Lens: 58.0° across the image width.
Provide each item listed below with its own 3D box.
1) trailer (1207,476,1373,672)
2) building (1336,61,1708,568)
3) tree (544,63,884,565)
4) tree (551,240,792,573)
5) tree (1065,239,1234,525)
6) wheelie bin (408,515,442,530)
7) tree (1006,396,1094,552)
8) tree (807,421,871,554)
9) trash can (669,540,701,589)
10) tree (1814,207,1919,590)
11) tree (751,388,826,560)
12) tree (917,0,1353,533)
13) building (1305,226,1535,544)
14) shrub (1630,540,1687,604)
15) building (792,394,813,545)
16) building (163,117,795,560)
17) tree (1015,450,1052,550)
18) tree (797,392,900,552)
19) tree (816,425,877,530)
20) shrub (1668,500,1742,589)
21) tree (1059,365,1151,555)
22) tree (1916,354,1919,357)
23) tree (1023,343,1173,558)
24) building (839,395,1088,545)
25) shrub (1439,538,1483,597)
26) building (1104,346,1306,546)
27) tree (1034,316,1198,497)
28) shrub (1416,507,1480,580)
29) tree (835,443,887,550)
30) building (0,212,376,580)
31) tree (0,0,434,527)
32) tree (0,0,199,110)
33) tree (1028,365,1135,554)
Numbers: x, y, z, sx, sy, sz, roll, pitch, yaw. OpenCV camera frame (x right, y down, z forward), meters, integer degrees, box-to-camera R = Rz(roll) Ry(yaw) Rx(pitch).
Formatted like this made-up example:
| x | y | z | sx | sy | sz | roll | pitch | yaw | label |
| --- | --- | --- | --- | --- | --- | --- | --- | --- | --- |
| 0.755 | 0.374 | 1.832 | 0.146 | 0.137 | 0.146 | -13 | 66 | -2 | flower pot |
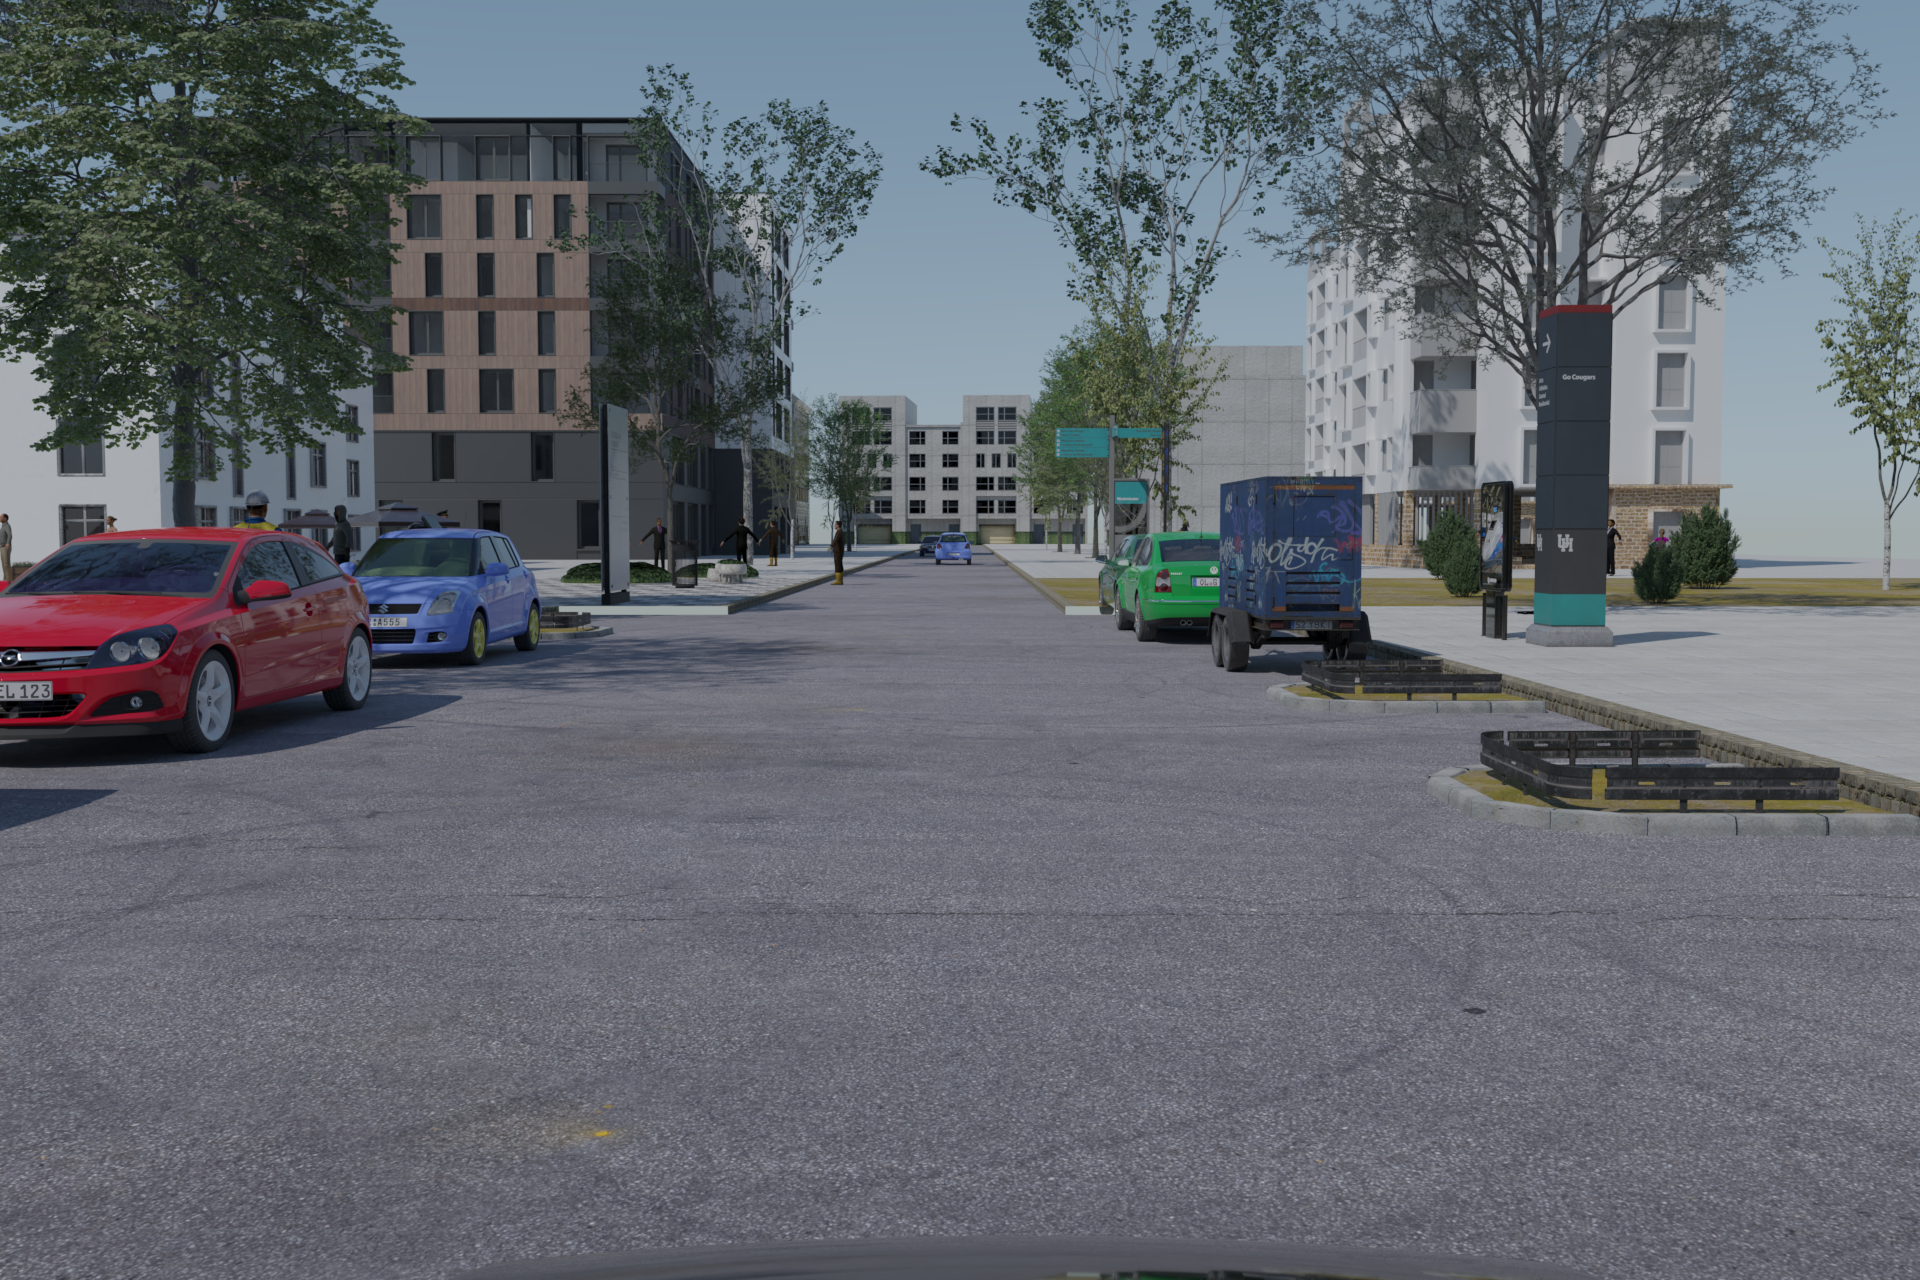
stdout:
| x | y | z | sx | sy | sz | roll | pitch | yaw | label |
| --- | --- | --- | --- | --- | --- | --- | --- | --- | --- |
| 3.454 | -0.734 | 19.053 | 1.471 | 1.999 | 3.904 | 0 | 4 | -1 | trailer |
| 21.955 | -13.417 | 75.793 | 16.016 | 20.090 | 11.380 | 0 | 4 | 1 | building |
| -9.992 | -13.178 | 71.348 | 12.611 | 20.169 | 13.585 | 0 | 3 | 0 | tree |
| -8.919 | -7.335 | 54.332 | 8.767 | 10.594 | 7.601 | 1 | 4 | 19 | tree |
| 4.430 | -5.692 | 43.427 | 4.737 | 8.622 | 4.395 | 0 | 3 | 0 | tree |
| -9.071 | -1.324 | 29.558 | 0.693 | 1.594 | 0.980 | 0 | 4 | 0 | wheelie bin |
| 7.206 | -12.019 | 122.265 | 9.928 | 11.665 | 9.643 | 0 | 3 | 0 | tree |
| -8.403 | -9.835 | 111.171 | 4.360 | 8.622 | 3.978 | 0 | 3 | 0 | tree |
| -6.505 | -1.791 | 40.937 | 0.748 | 1.137 | 0.748 | 0 | 3 | 0 | trash can |
| 21.185 | -5.429 | 39.131 | 4.737 | 8.622 | 4.395 | 0 | 3 | 0 | tree |
| -8.353 | -8.327 | 86.502 | 4.360 | 8.622 | 3.978 | 0 | 3 | 0 | tree |
| 5.429 | -12.254 | 56.245 | 12.611 | 20.169 | 13.585 | 0 | 3 | 0 | tree |
| 26.787 | -15.350 | 107.399 | 16.016 | 20.090 | 11.380 | 0 | 4 | 0 | building |
| 12.902 | -1.277 | 32.002 | 1.383 | 1.207 | 1.383 | 0 | 3 | 0 | shrub |
| -27.688 | -22.702 | 202.099 | 19.493 | 23.208 | 18.063 | 0 | 3 | 0 | building |
| -25.212 | -15.754 | 101.560 | 27.936 | 21.610 | 32.646 | 0 | 3 | 0 | building |
| 6.571 | -11.328 | 135.571 | 4.737 | 8.622 | 4.395 | 0 | 3 | 0 | tree |
| -8.114 | -12.263 | 126.251 | 9.928 | 11.665 | 9.643 | 0 | 3 | 0 | tree |
| -7.842 | -10.278 | 118.402 | 4.737 | 8.622 | 4.395 | 0 | 3 | 0 | tree |
| 17.383 | -2.226 | 40.434 | 1.661 | 2.075 | 1.752 | 0 | 3 | 0 | shrub |
| 6.352 | -7.624 | 75.015 | 4.360 | 8.622 | 3.978 | 0 | 3 | 0 | tree |
| 26.884 | -5.802 | 45.218 | 4.360 | 8.622 | 3.978 | 0 | 3 | 0 | tree |
| 7.368 | -10.143 | 91.591 | 9.928 | 11.665 | 9.643 | 0 | 3 | 0 | tree |
| 0.919 | -21.901 | 226.992 | 31.486 | 18.905 | 16.747 | 0 | 4 | 4 | building |
| 10.236 | -1.470 | 35.150 | 1.383 | 1.207 | 1.383 | 0 | 3 | 0 | shrub |
| 23.831 | -18.637 | 171.178 | 16.747 | 18.905 | 31.486 | 0 | 4 | 1 | building |
| 7.330 | -9.523 | 81.457 | 9.928 | 11.665 | 9.643 | 0 | 3 | 0 | tree |
| 13.714 | -2.724 | 48.584 | 1.661 | 2.075 | 1.752 | 0 | 3 | 0 | shrub |
| -8.428 | -11.422 | 137.118 | 4.360 | 8.622 | 3.978 | 0 | 3 | 0 | tree |
| -25.433 | -7.164 | 59.283 | 9.099 | 9.664 | 28.070 | 0 | 3 | 0 | building |
| -12.072 | -6.666 | 27.115 | 7.486 | 12.596 | 7.792 | 0 | 3 | 0 | tree |
| -11.319 | -6.307 | 13.493 | 12.009 | 13.543 | 11.850 | 0 | 3 | 0 | tree |
| 7.874 | -11.740 | 110.079 | 7.486 | 12.596 | 7.792 | 0 | 3 | 0 | tree |
